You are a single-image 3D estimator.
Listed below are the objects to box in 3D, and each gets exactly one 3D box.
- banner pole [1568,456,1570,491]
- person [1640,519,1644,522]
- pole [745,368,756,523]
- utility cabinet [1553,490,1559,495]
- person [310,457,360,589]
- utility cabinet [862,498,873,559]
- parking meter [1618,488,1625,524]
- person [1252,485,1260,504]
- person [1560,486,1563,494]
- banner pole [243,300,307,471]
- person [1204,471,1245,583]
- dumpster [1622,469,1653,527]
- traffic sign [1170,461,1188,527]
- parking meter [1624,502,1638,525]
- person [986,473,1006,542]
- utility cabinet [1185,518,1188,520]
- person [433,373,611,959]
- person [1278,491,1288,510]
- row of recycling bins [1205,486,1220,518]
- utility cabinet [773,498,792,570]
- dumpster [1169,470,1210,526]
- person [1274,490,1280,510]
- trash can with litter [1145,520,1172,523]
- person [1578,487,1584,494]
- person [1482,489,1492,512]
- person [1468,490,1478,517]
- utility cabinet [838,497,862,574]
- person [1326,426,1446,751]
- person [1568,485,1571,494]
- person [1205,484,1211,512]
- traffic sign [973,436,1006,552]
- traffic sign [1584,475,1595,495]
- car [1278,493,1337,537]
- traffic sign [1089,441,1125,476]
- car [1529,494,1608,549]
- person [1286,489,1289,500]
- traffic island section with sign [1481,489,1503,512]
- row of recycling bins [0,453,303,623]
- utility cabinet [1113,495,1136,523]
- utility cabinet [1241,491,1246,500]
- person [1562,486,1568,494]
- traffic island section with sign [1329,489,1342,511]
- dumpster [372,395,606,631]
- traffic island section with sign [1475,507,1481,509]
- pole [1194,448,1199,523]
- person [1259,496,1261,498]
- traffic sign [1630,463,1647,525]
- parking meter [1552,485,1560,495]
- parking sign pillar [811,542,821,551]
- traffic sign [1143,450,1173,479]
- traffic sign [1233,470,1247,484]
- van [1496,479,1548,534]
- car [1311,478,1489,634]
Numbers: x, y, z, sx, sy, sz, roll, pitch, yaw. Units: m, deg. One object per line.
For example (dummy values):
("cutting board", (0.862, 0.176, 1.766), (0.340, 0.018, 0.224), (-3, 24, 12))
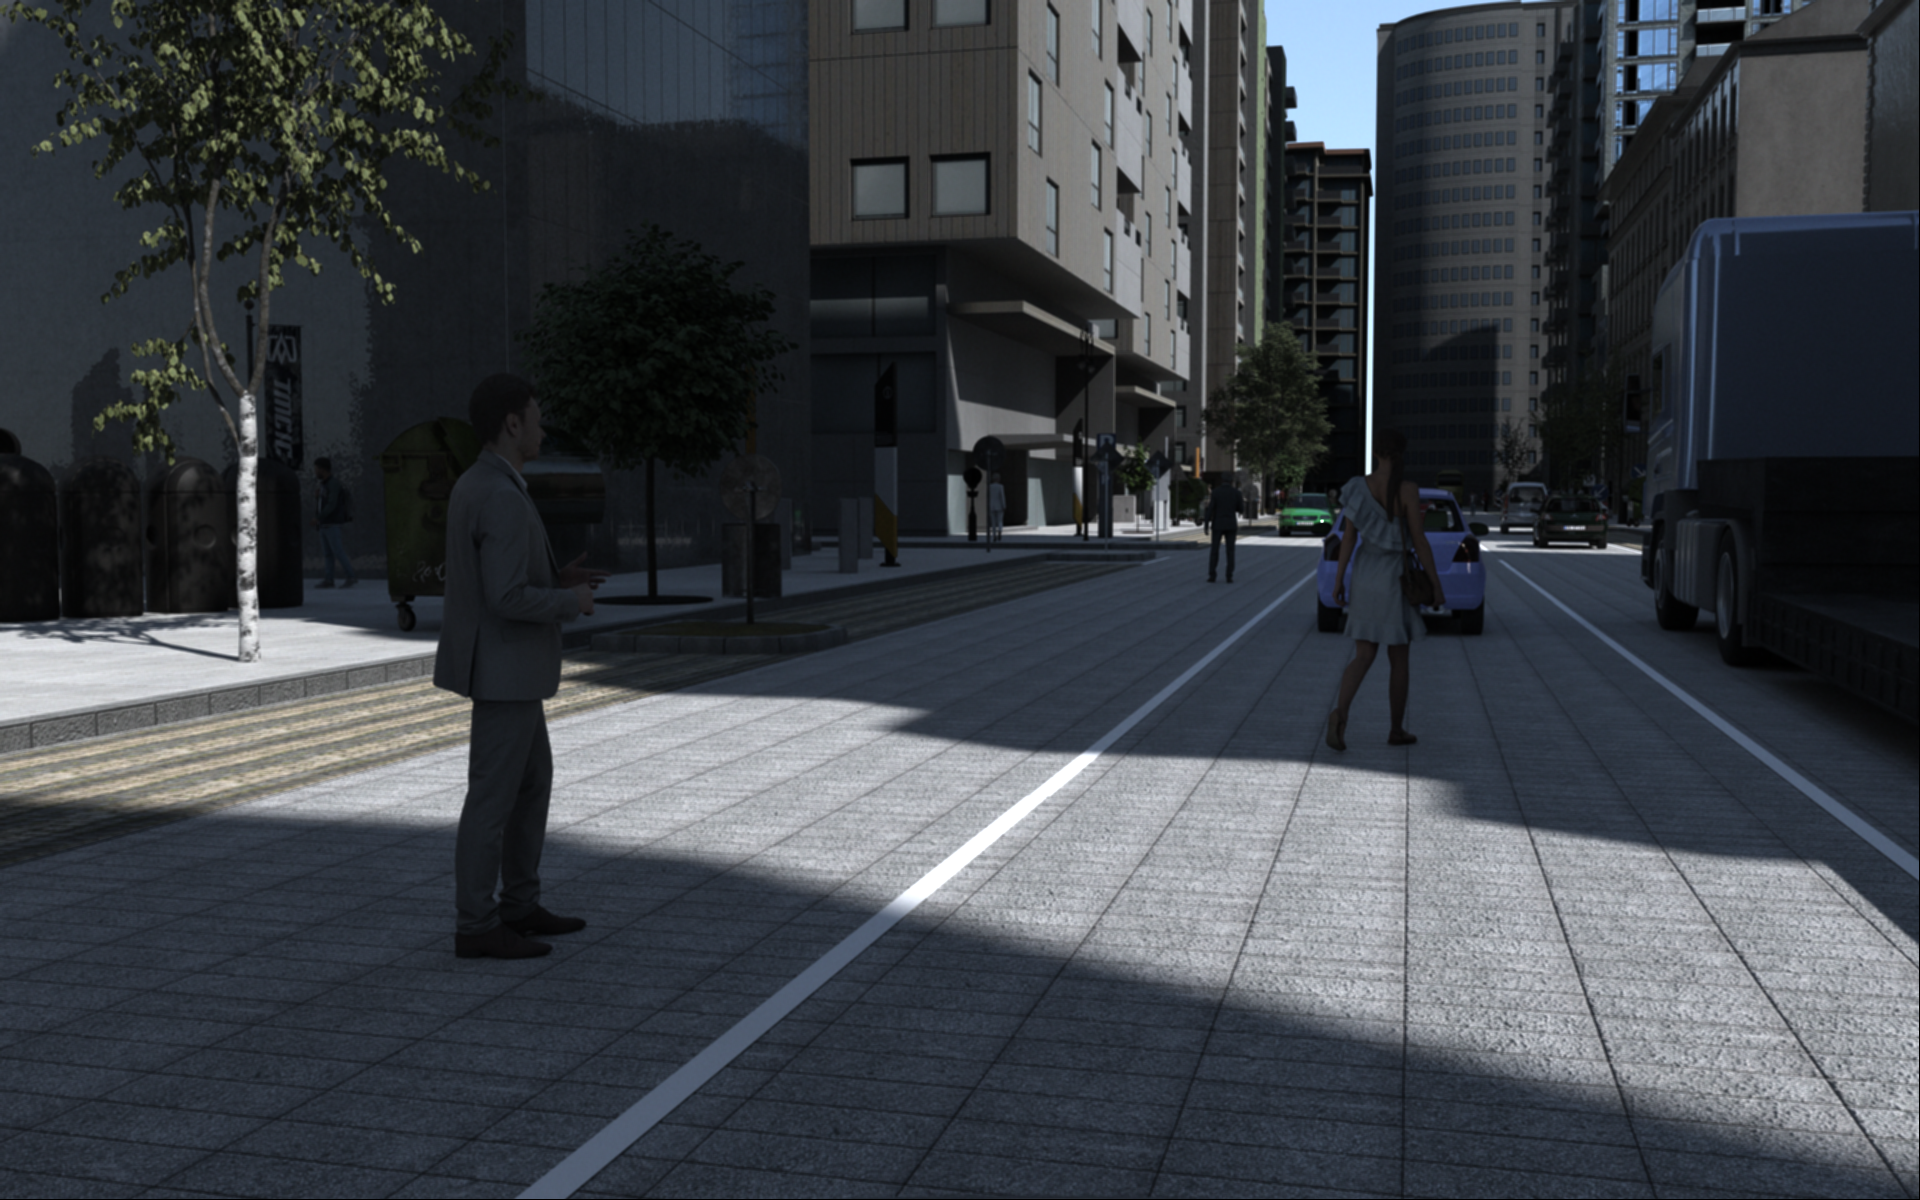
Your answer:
("banner pole", (40.027, -7.573, 113.838), (0.401, 3.779, 0.863), (2, 4, 28))
("person", (30.678, -4.426, 78.398), (0.794, 1.824, 0.713), (3, 4, 37))
("pole", (-3.303, -2.051, 27.379), (0.158, 3.312, 0.155), (0, 3, 0))
("utility cabinet", (35.320, -5.751, 102.711), (0.318, 1.500, 1.173), (1, 4, 14))
("person", (-8.548, -1.047, 23.512), (0.721, 1.781, 0.623), (-3, 5, -40))
("utility cabinet", (-1.943, -1.441, 34.722), (0.306, 1.237, 1.020), (-1, 4, -10))
("parking meter", (28.500, -4.038, 74.429), (0.372, 1.533, 0.369), (0, 3, 0))
("person", (17.922, -6.072, 105.344), (0.654, 1.822, 0.581), (-3, 4, -37))
("person", (38.195, -6.315, 109.461), (0.590, 1.801, 0.661), (0, 4, -7))
("banner pole", (-8.959, -1.988, 22.527), (0.863, 3.779, 0.401), (-2, 4, -30))
("person", (4.274, -1.190, 28.136), (0.661, 1.801, 0.590), (0, 4, -5))
("dumpster", (26.678, -3.968, 67.371), (1.502, 2.255, 1.985), (1, 4, 15))
("traffic sign", (8.546, -4.169, 68.172), (0.884, 2.594, 0.081), (1, 4, 20))
("parking meter", (28.245, -3.925, 72.582), (0.372, 1.533, 0.369), (0, 3, 0))
("person", (0.964, -2.468, 46.267), (0.514, 1.842, 0.818), (0, 4, 1))
("utility cabinet", (11.090, -4.532, 85.260), (0.306, 1.237, 1.020), (1, 4, 8))
("person", (-1.336, 0.201, 5.418), (0.583, 1.804, 0.606), (-2, 4, -29))
("person", (25.301, -7.942, 135.857), (0.705, 1.831, 1.348), (3, 5, 42))
("row of recycling bins", (13.027, -5.318, 94.054), (1.069, 1.692, 3.534), (-3, 5, -41))
("utility cabinet", (-3.041, -1.139, 29.777), (0.306, 1.237, 1.020), (0, 4, -4))
("dumpster", (9.140, -4.091, 69.377), (1.502, 2.255, 1.985), (1, 4, 15))
("person", (25.385, -8.134, 138.907), (0.709, 1.838, 0.599), (1, 4, 16))
("trash can with litter", (9.090, -4.054, 77.338), (1.678, 1.210, 2.233), (1, 4, 23))
("person", (40.512, -6.526, 112.972), (0.478, 1.798, 0.641), (-1, 4, -12))
("person", (41.262, -7.785, 135.728), (1.348, 1.831, 0.705), (-3, 5, -42))
("person", (32.566, -6.150, 109.892), (0.563, 1.720, 0.643), (3, 4, 37))
("utility cabinet", (-1.832, -1.056, 28.428), (0.306, 1.237, 1.020), (0, 4, -6))
("person", (2.386, -0.067, 9.691), (0.616, 1.811, 0.778), (3, 5, 44))
("person", (35.944, -5.882, 102.070), (0.748, 1.841, 0.638), (2, 4, 30))
("person", (12.714, -5.063, 89.159), (0.374, 1.781, 0.599), (-2, 4, -34))
("traffic sign", (0.626, -2.320, 38.035), (0.768, 2.556, 0.104), (1, 4, 19))
("traffic sign", (33.442, -5.501, 92.063), (0.606, 2.300, 0.079), (1, 4, 21))
("car", (11.822, -3.060, 58.830), (1.959, 1.807, 4.718), (1, 4, 14))
("traffic sign", (3.212, -2.198, 38.135), (0.795, 2.593, 0.064), (1, 4, 15))
("car", (16.438, -2.259, 46.723), (2.009, 1.686, 4.222), (1, 4, 16))
("person", (28.464, -8.801, 150.039), (0.705, 1.812, 1.348), (-1, 4, -9))
("traffic island section with sign", (43.885, -8.130, 141.555), (1.989, 1.847, 2.006), (1, 4, 15))
("row of recycling bins", (-8.766, -0.704, 18.624), (1.069, 1.692, 3.534), (3, 5, 39))
("utility cabinet", (7.363, -4.068, 77.681), (1.020, 1.237, 0.306), (2, 4, 26))
("utility cabinet", (19.228, -6.786, 119.630), (0.318, 1.500, 1.173), (-2, 4, -34))
("person", (36.627, -6.002, 104.743), (0.524, 1.755, 0.480), (3, 5, 40))
("traffic island section with sign", (31.143, -8.301, 144.349), (1.989, 1.847, 2.006), (1, 4, 15))
("dumpster", (-4.543, -0.874, 16.786), (1.502, 2.255, 1.985), (1, 4, 15))
("traffic island section with sign", (50.750, -9.746, 167.980), (1.989, 1.847, 2.006), (1, 4, 15))
("pole", (10.381, -5.022, 75.946), (0.158, 3.312, 0.155), (0, 3, 0))
("person", (23.110, -7.675, 134.792), (1.065, 1.426, 0.557), (1, 4, 20))
("traffic sign", (27.992, -4.358, 71.354), (0.768, 2.556, 0.104), (1, 4, 16))
("parking meter", (36.832, -6.196, 107.022), (0.399, 1.863, 0.255), (1, 4, 9))
("parking sign pillar", (-3.889, -3.117, 39.428), (1.447, 3.967, 1.447), (0, 4, 6))
("traffic sign", (5.223, -2.671, 45.864), (0.795, 2.593, 0.064), (1, 4, 15))
("traffic sign", (14.885, -5.631, 92.167), (0.768, 2.556, 0.104), (1, 4, 15))
("van", (20.551, -3.425, 63.006), (2.013, 2.044, 4.112), (1, 4, 16))
("car", (4.845, -0.583, 19.118), (1.945, 1.707, 3.694), (1, 4, 13))
